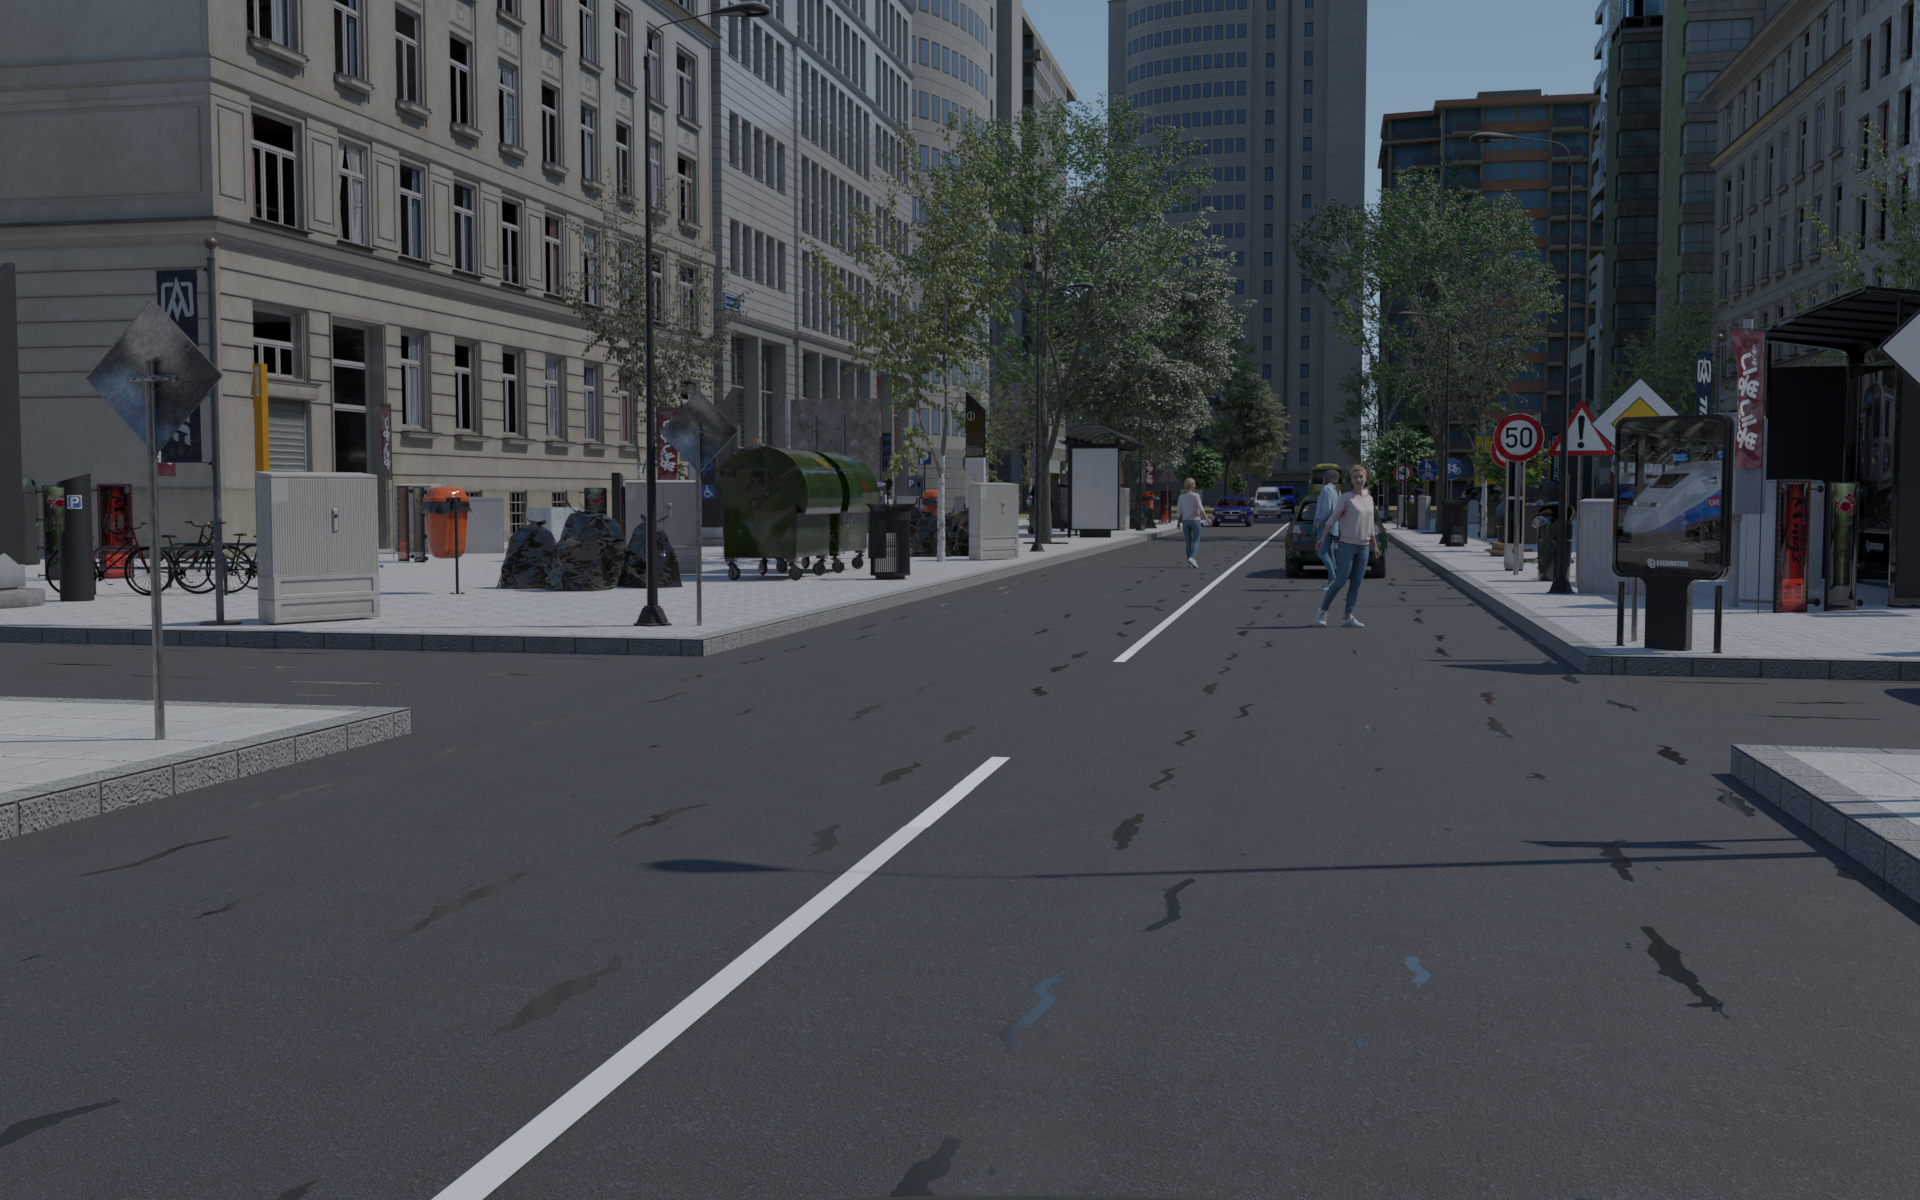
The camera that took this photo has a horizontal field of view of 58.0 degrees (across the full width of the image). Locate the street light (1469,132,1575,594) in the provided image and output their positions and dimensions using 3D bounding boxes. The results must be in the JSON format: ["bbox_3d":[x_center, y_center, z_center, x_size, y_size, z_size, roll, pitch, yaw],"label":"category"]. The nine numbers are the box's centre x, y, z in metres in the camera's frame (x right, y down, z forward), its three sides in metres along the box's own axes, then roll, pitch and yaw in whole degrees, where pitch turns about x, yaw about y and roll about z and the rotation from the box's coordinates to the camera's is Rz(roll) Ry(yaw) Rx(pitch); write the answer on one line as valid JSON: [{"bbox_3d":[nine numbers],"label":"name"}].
[{"bbox_3d":[7.237,-3.044,22.319,1.470,5.913,1.316,1,4,12],"label":"street light"}]

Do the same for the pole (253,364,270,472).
[{"bbox_3d":[-10.953,-2.040,27.194,0.158,3.312,0.155,0,3,0],"label":"pole"}]

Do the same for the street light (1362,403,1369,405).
[{"bbox_3d":[21.149,-7.078,88.265,1.470,5.913,1.316,1,4,12],"label":"street light"}]

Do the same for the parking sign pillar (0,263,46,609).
[{"bbox_3d":[-11.256,-1.907,19.654,1.447,3.967,1.447,0,4,5],"label":"parking sign pillar"}]

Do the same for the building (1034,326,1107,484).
[{"bbox_3d":[3.381,-22.058,205.681,28.899,21.520,27.650,1,4,12],"label":"building"}]

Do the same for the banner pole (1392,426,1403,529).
[{"bbox_3d":[16.083,-4.503,63.642,0.401,3.779,0.863,1,4,20],"label":"banner pole"}]

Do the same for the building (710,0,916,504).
[{"bbox_3d":[-10.808,-18.357,77.634,11.434,29.767,29.804,1,4,12],"label":"building"}]

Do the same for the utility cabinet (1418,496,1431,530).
[{"bbox_3d":[16.638,-3.112,62.041,0.306,1.237,1.020,2,4,24],"label":"utility cabinet"}]

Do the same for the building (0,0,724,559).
[{"bbox_3d":[-18.784,-13.193,48.986,16.112,22.955,30.059,1,4,12],"label":"building"}]

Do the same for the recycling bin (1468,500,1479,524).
[{"bbox_3d":[22.027,-3.802,74.714,0.722,1.027,0.722,1,4,18],"label":"recycling bin"}]

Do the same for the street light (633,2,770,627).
[{"bbox_3d":[-2.474,-2.696,16.620,1.470,5.913,1.316,1,4,12],"label":"street light"}]

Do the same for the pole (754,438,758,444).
[{"bbox_3d":[-7.423,-4.238,63.131,0.158,3.312,0.155,0,3,0],"label":"pole"}]

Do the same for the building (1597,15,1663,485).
[{"bbox_3d":[47.026,-20.535,107.447,14.160,30.474,14.107,1,4,12],"label":"building"}]

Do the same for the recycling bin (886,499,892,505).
[{"bbox_3d":[-3.644,-4.213,81.444,0.722,1.027,0.722,2,4,25],"label":"recycling bin"}]

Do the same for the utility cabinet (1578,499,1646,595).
[{"bbox_3d":[8.471,-0.673,22.163,1.020,1.237,0.306,2,4,33],"label":"utility cabinet"}]

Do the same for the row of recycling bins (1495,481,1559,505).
[{"bbox_3d":[18.066,-2.953,55.399,1.069,1.692,3.534,-1,4,-13],"label":"row of recycling bins"}]

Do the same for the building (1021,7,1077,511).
[{"bbox_3d":[-3.795,-27.425,140.275,23.993,40.220,32.217,1,4,12],"label":"building"}]

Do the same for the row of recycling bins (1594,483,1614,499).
[{"bbox_3d":[24.367,-3.467,63.794,3.534,1.692,1.069,-3,5,-44],"label":"row of recycling bins"}]

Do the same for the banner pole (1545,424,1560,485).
[{"bbox_3d":[21.091,-4.382,61.661,0.863,3.779,0.401,-1,4,-14],"label":"banner pole"}]

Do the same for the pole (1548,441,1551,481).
[{"bbox_3d":[22.439,-4.422,66.136,0.158,3.312,0.155,0,3,0],"label":"pole"}]

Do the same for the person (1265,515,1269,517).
[{"bbox_3d":[18.954,-5.859,107.534,0.697,1.427,0.421,0,4,7],"label":"person"}]

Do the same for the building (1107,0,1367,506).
[{"bbox_3d":[31.144,-40.002,196.027,28.212,58.520,21.231,1,4,12],"label":"building"}]

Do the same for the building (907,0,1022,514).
[{"bbox_3d":[-8.852,-34.636,108.304,21.231,58.520,28.212,1,4,12],"label":"building"}]

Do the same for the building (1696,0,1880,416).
[{"bbox_3d":[40.937,-14.431,69.236,16.112,22.955,30.059,1,4,12],"label":"building"}]

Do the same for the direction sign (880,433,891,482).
[{"bbox_3d":[-2.965,-4.414,64.173,0.876,3.537,0.379,1,4,20],"label":"direction sign"}]

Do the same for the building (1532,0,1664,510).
[{"bbox_3d":[55.671,-49.815,127.141,22.319,86.520,31.000,1,4,12],"label":"building"}]

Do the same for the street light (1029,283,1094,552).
[{"bbox_3d":[2.249,-4.023,38.317,1.470,5.913,1.316,1,4,12],"label":"street light"}]

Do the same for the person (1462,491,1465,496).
[{"bbox_3d":[48.523,-9.613,166.616,0.436,1.711,0.756,1,4,18],"label":"person"}]

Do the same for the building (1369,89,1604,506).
[{"bbox_3d":[59.156,-32.805,190.979,28.867,44.769,22.147,1,4,12],"label":"building"}]

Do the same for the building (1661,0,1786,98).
[{"bbox_3d":[45.082,-25.049,93.149,14.154,41.232,14.086,1,4,12],"label":"building"}]

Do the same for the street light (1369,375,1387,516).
[{"bbox_3d":[16.562,-5.749,66.540,1.470,5.913,1.316,1,4,12],"label":"street light"}]

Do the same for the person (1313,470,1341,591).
[{"bbox_3d":[5.491,-1.039,25.749,0.793,1.790,0.793,0,4,-5],"label":"person"}]

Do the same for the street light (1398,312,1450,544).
[{"bbox_3d":[11.864,-4.382,44.190,1.470,5.913,1.316,1,4,12],"label":"street light"}]

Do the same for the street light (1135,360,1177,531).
[{"bbox_3d":[6.815,-5.358,60.145,1.470,5.913,1.316,1,4,12],"label":"street light"}]

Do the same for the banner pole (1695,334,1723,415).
[{"bbox_3d":[11.666,-2.263,27.018,0.863,3.779,0.401,-3,4,-36],"label":"banner pole"}]

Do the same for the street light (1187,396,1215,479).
[{"bbox_3d":[11.369,-6.710,82.244,1.470,5.913,1.316,1,4,12],"label":"street light"}]

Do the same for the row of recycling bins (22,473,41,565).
[{"bbox_3d":[-17.553,-1.400,30.002,1.069,1.692,3.534,1,4,16],"label":"row of recycling bins"}]

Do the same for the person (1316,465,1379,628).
[{"bbox_3d":[4.092,-0.581,18.672,0.731,1.740,0.598,-3,4,-38],"label":"person"}]

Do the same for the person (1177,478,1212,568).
[{"bbox_3d":[4.527,-1.492,33.568,0.731,1.740,0.598,1,4,18],"label":"person"}]

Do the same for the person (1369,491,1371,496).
[{"bbox_3d":[39.210,-9.573,165.950,0.436,1.711,0.756,3,5,43],"label":"person"}]

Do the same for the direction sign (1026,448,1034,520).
[{"bbox_3d":[3.447,-5.682,84.903,0.379,3.537,0.876,2,4,28],"label":"direction sign"}]

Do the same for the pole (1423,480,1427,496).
[{"bbox_3d":[22.758,-5.564,84.808,0.158,3.312,0.155,0,3,0],"label":"pole"}]

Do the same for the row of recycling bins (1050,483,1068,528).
[{"bbox_3d":[3.933,-3.914,71.110,1.069,1.692,3.534,0,4,7],"label":"row of recycling bins"}]

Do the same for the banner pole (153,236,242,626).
[{"bbox_3d":[-7.509,-1.650,16.999,0.863,3.779,0.401,1,4,14],"label":"banner pole"}]

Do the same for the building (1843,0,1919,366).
[{"bbox_3d":[32.291,-11.771,47.202,10.420,20.320,16.860,1,4,12],"label":"building"}]

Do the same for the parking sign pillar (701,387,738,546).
[{"bbox_3d":[-6.007,-3.350,43.250,1.447,3.967,1.447,1,4,18],"label":"parking sign pillar"}]

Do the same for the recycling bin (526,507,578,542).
[{"bbox_3d":[-7.807,-1.263,33.197,0.722,1.027,0.722,3,4,36],"label":"recycling bin"}]

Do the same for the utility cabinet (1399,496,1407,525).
[{"bbox_3d":[18.508,-3.721,72.001,0.306,1.237,1.020,2,4,32],"label":"utility cabinet"}]
